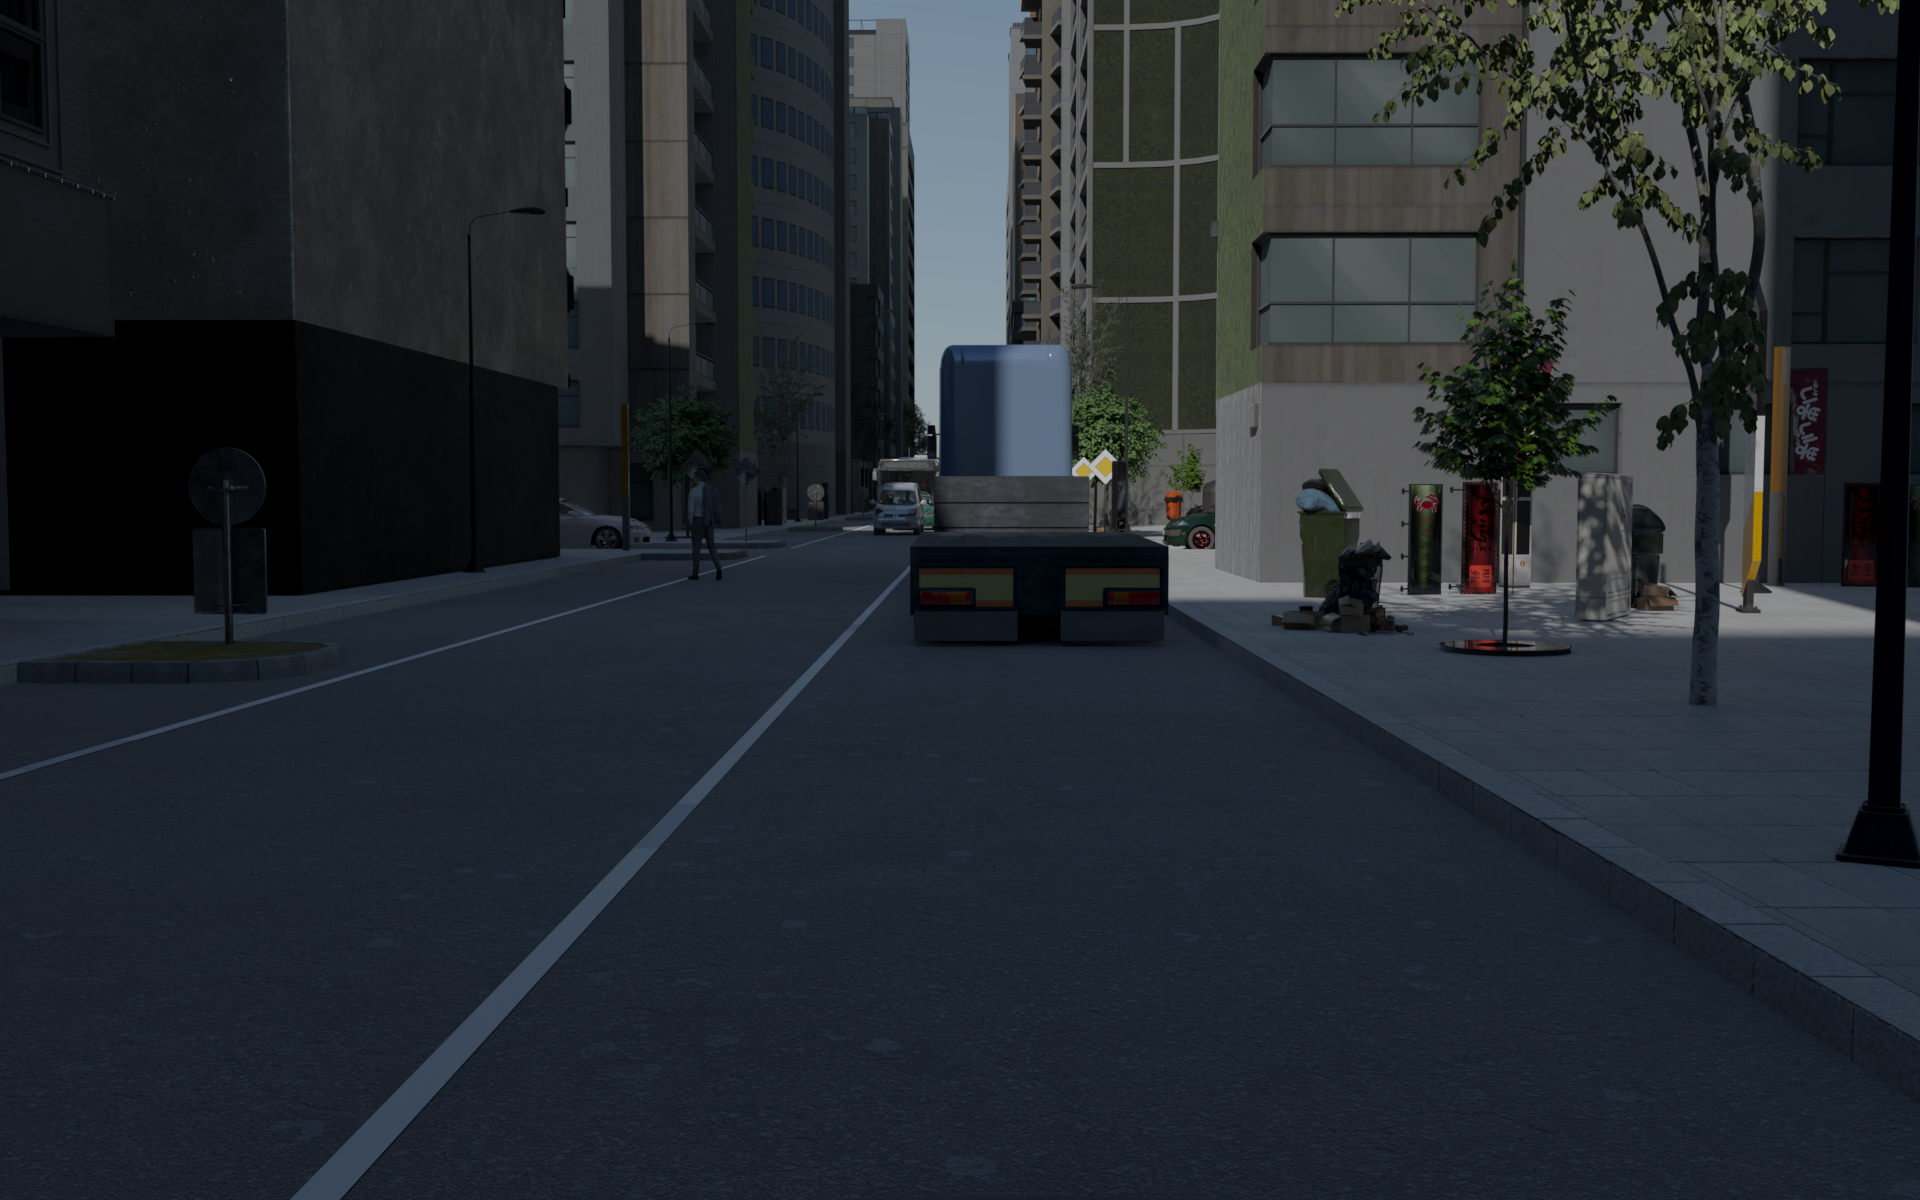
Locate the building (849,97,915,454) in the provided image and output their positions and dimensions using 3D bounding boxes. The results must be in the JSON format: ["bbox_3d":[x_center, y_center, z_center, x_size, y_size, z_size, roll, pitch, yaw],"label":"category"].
[{"bbox_3d":[-16.676,-36.201,215.586,21.300,48.544,21.600,0,4,1],"label":"building"}]

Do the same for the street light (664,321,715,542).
[{"bbox_3d":[-7.258,-4.529,46.585,1.470,5.913,1.316,0,4,1],"label":"street light"}]

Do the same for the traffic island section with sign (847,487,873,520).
[{"bbox_3d":[-5.266,-5.300,95.282,1.989,1.847,2.006,0,4,1],"label":"traffic island section with sign"}]

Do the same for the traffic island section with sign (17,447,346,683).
[{"bbox_3d":[-6.161,-0.333,14.069,1.989,1.847,2.006,0,4,1],"label":"traffic island section with sign"}]

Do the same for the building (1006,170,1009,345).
[{"bbox_3d":[17.317,-37.992,244.877,21.300,48.544,21.600,0,4,1],"label":"building"}]

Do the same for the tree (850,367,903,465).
[{"bbox_3d":[-8.067,-11.212,117.721,8.767,10.594,7.601,0,4,-6],"label":"tree"}]

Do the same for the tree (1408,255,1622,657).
[{"bbox_3d":[4.588,-1.193,14.103,1.663,3.219,1.824,0,3,0],"label":"tree"}]

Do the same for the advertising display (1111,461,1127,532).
[{"bbox_3d":[3.099,-1.745,33.740,0.123,1.923,0.974,1,4,15],"label":"advertising display"}]

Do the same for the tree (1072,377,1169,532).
[{"bbox_3d":[4.160,-4.216,52.639,4.285,4.588,4.351,0,3,0],"label":"tree"}]

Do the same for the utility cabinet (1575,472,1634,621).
[{"bbox_3d":[6.640,-0.558,17.801,0.318,1.500,1.173,2,4,33],"label":"utility cabinet"}]

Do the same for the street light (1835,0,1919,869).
[{"bbox_3d":[2.707,-2.042,5.931,1.470,5.913,1.316,0,4,1],"label":"street light"}]

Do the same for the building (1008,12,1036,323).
[{"bbox_3d":[16.641,-41.425,219.297,21.231,58.520,28.212,0,4,1],"label":"building"}]

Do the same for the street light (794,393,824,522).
[{"bbox_3d":[-6.917,-6.533,79.362,1.470,5.913,1.316,0,4,1],"label":"street light"}]

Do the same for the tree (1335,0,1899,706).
[{"bbox_3d":[4.301,-3.667,10.313,4.737,8.622,4.395,0,3,0],"label":"tree"}]

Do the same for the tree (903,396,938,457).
[{"bbox_3d":[-6.747,-17.204,198.291,9.611,12.733,9.660,0,3,0],"label":"tree"}]

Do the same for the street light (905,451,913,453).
[{"bbox_3d":[-5.708,-13.178,188.005,1.470,5.913,1.316,0,4,1],"label":"street light"}]

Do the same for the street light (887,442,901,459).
[{"bbox_3d":[-5.984,-11.198,155.635,1.470,5.913,1.316,0,4,1],"label":"street light"}]

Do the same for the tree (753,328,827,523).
[{"bbox_3d":[-7.921,-7.672,75.802,4.360,8.622,3.978,0,3,0],"label":"tree"}]

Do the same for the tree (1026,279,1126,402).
[{"bbox_3d":[3.888,-6.674,59.480,4.360,8.622,3.978,0,3,0],"label":"tree"}]

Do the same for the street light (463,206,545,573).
[{"bbox_3d":[-7.393,-3.400,28.131,1.470,5.913,1.316,0,4,1],"label":"street light"}]

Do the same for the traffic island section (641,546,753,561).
[{"bbox_3d":[-5.882,-1.009,38.776,2.009,0.180,2.903,0,4,1],"label":"traffic island section"}]

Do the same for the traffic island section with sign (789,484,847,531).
[{"bbox_3d":[-5.570,-3.588,67.284,1.989,1.847,2.006,0,4,1],"label":"traffic island section with sign"}]

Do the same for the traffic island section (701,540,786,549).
[{"bbox_3d":[-5.793,-1.497,46.761,2.009,0.180,2.903,0,4,1],"label":"traffic island section"}]

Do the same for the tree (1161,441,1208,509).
[{"bbox_3d":[8.156,-4.041,60.672,1.663,3.219,1.824,0,3,0],"label":"tree"}]

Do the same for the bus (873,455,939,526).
[{"bbox_3d":[-2.225,-5.306,81.618,2.948,3.499,13.247,0,4,1],"label":"bus"}]

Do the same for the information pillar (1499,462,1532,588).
[{"bbox_3d":[7.596,-1.172,23.654,0.304,2.012,0.304,-1,4,-23],"label":"information pillar"}]

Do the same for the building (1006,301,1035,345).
[{"bbox_3d":[18.585,-19.828,169.219,27.650,21.520,28.899,0,4,1],"label":"building"}]

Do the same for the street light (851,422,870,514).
[{"bbox_3d":[-6.478,-8.517,111.793,1.470,5.913,1.316,0,4,1],"label":"street light"}]

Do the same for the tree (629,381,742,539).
[{"bbox_3d":[-8.041,-4.086,50.512,4.285,4.588,4.351,0,3,0],"label":"tree"}]

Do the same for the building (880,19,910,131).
[{"bbox_3d":[-15.855,-50.664,266.608,20.563,71.187,20.611,0,4,1],"label":"building"}]

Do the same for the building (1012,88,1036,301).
[{"bbox_3d":[12.791,-33.025,190.067,14.600,45.320,14.200,0,4,1],"label":"building"}]

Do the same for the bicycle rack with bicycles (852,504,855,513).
[{"bbox_3d":[-8.034,-6.207,114.867,2.852,0.926,2.925,3,5,43],"label":"bicycle rack with bicycles"}]

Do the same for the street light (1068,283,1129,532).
[{"bbox_3d":[3.141,-4.022,38.299,1.470,5.913,1.316,0,4,1],"label":"street light"}]

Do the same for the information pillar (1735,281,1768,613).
[{"bbox_3d":[8.527,-1.666,18.590,0.183,3.616,0.504,1,4,12],"label":"information pillar"}]
